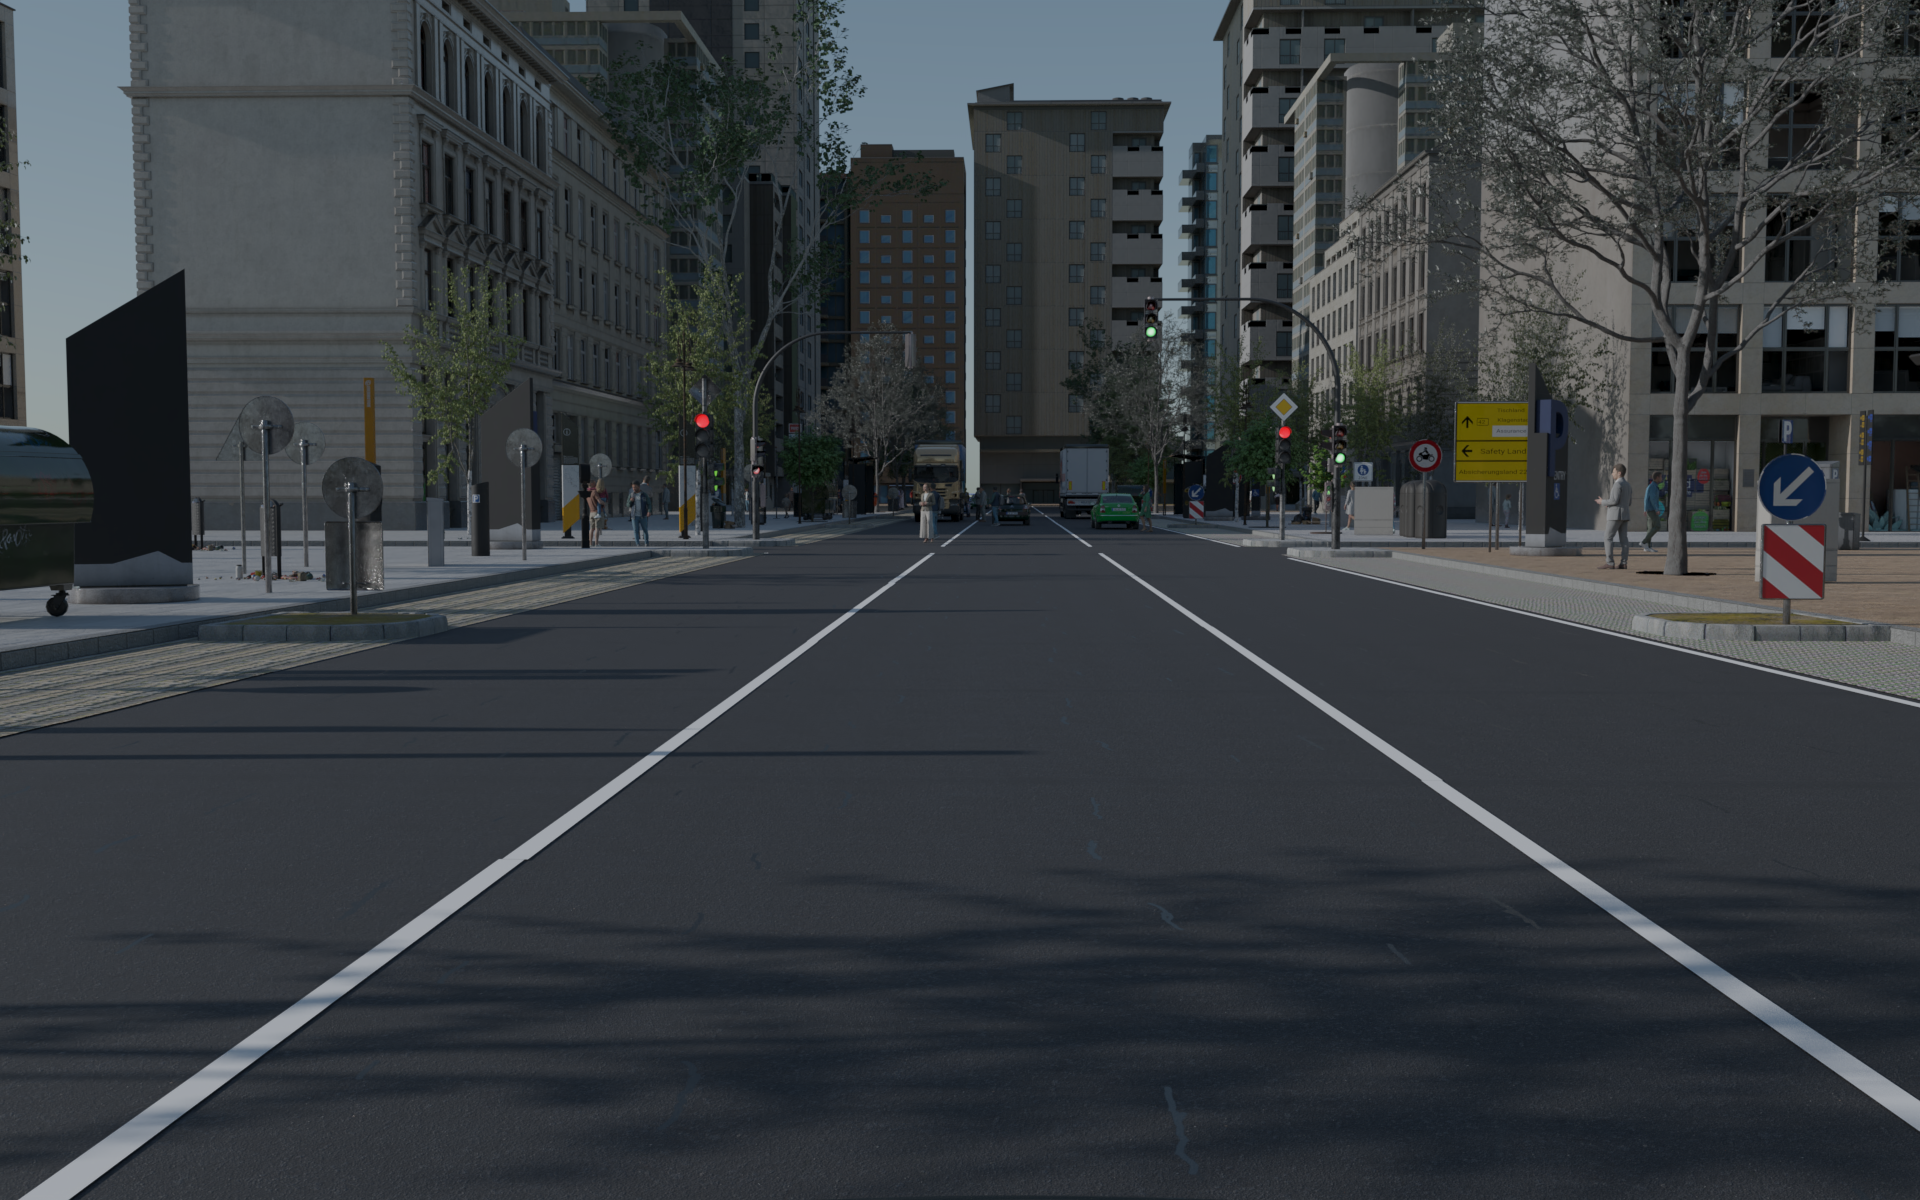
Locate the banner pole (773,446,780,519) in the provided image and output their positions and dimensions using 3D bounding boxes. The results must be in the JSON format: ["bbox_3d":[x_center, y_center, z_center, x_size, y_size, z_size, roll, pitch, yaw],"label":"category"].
[{"bbox_3d":[-9.516,-6.116,90.020,0.401,3.779,0.863,-1,4,-14],"label":"banner pole"}]

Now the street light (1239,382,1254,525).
[{"bbox_3d":[11.801,-6.041,71.560,0.468,5.910,1.993,0,4,2],"label":"street light"}]

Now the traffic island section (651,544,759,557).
[{"bbox_3d":[-5.993,-1.127,40.708,2.009,0.180,2.903,0,4,2],"label":"traffic island section"}]

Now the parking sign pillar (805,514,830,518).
[{"bbox_3d":[-7.621,-6.400,93.120,1.447,3.967,1.447,2,4,29],"label":"parking sign pillar"}]

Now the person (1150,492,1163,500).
[{"bbox_3d":[15.672,-8.032,138.045,1.217,1.739,0.721,-1,4,-10],"label":"person"}]

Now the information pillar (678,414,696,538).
[{"bbox_3d":[-7.969,-3.618,50.502,0.504,3.616,0.183,-1,4,-23],"label":"information pillar"}]

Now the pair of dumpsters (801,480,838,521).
[{"bbox_3d":[-7.045,-5.102,85.910,1.574,2.255,4.437,0,4,2],"label":"pair of dumpsters"}]

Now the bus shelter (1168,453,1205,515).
[{"bbox_3d":[13.437,-6.812,102.664,1.731,3.624,6.357,0,4,2],"label":"bus shelter"}]

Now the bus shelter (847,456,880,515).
[{"bbox_3d":[-6.185,-7.242,109.691,1.731,3.624,6.357,0,4,2],"label":"bus shelter"}]

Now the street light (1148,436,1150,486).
[{"bbox_3d":[13.371,-9.176,122.808,0.468,5.910,1.993,0,4,2],"label":"street light"}]

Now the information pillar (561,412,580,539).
[{"bbox_3d":[-11.204,-3.572,49.760,0.504,3.616,0.183,-2,4,-27],"label":"information pillar"}]

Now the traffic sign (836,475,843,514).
[{"bbox_3d":[-7.709,-6.673,109.113,0.884,2.594,0.081,0,4,5],"label":"traffic sign"}]

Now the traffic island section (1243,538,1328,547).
[{"bbox_3d":[8.990,-1.587,48.227,2.009,0.180,2.903,0,4,2],"label":"traffic island section"}]

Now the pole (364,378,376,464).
[{"bbox_3d":[-10.353,-2.238,30.439,0.158,3.312,0.155,0,3,0],"label":"pole"}]

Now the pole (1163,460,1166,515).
[{"bbox_3d":[12.246,-6.718,103.688,0.158,3.312,0.155,0,3,0],"label":"pole"}]

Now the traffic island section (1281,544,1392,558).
[{"bbox_3d":[8.741,-1.099,40.246,2.009,0.180,2.903,0,4,2],"label":"traffic island section"}]

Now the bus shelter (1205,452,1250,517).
[{"bbox_3d":[15.144,-6.494,97.453,1.731,3.624,6.357,0,4,2],"label":"bus shelter"}]

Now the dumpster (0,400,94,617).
[{"bbox_3d":[-9.868,-0.903,17.266,1.502,2.255,1.985,0,4,2],"label":"dumpster"}]

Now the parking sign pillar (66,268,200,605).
[{"bbox_3d":[-9.923,-1.971,20.704,1.447,3.967,1.447,-2,4,-24],"label":"parking sign pillar"}]

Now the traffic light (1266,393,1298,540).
[{"bbox_3d":[8.950,-3.620,48.114,0.839,4.253,0.868,0,4,2],"label":"traffic light"}]

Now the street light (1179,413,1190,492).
[{"bbox_3d":[12.595,-7.608,97.184,0.468,5.910,1.993,0,4,2],"label":"street light"}]

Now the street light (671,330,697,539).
[{"bbox_3d":[-7.760,-4.653,48.862,0.468,5.910,1.993,0,4,2],"label":"street light"}]

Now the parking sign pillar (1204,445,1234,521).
[{"bbox_3d":[12.499,-5.807,83.412,1.447,3.967,1.447,1,4,9],"label":"parking sign pillar"}]

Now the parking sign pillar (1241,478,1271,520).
[{"bbox_3d":[14.655,-5.944,85.650,1.447,3.967,1.447,1,4,12],"label":"parking sign pillar"}]

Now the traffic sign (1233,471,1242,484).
[{"bbox_3d":[14.814,-5.715,93.542,0.768,2.556,0.104,0,4,3],"label":"traffic sign"}]

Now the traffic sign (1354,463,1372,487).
[{"bbox_3d":[13.044,-3.302,56.117,0.606,2.300,0.079,0,4,6],"label":"traffic sign"}]

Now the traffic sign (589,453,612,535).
[{"bbox_3d":[-11.253,-3.305,54.150,0.768,2.556,0.104,1,4,10],"label":"traffic sign"}]

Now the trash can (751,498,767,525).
[{"bbox_3d":[-8.366,-3.695,72.063,0.748,1.137,0.748,0,3,0],"label":"trash can"}]

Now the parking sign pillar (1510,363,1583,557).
[{"bbox_3d":[12.254,-2.913,36.107,1.447,3.967,1.447,3,4,38],"label":"parking sign pillar"}]

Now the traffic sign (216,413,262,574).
[{"bbox_3d":[-11.498,-1.697,27.757,0.884,2.594,0.081,0,4,4],"label":"traffic sign"}]

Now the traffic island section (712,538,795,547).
[{"bbox_3d":[-5.744,-1.615,48.690,2.009,0.180,2.903,0,4,2],"label":"traffic island section"}]

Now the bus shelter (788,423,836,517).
[{"bbox_3d":[-8.550,-7.540,100.910,2.179,5.291,8.768,0,4,2],"label":"bus shelter"}]

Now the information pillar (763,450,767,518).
[{"bbox_3d":[-10.300,-6.116,91.358,0.183,3.616,0.504,0,4,-3],"label":"information pillar"}]

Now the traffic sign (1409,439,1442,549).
[{"bbox_3d":[10.806,-2.459,40.304,0.768,2.556,0.104,0,4,2],"label":"traffic sign"}]

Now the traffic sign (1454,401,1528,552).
[{"bbox_3d":[11.965,-2.695,37.929,2.265,3.308,0.079,0,4,5],"label":"traffic sign"}]

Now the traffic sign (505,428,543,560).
[{"bbox_3d":[-8.424,-2.038,33.424,0.768,2.556,0.104,1,4,11],"label":"traffic sign"}]

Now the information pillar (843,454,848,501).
[{"bbox_3d":[-6.625,-6.676,100.504,0.183,3.616,0.504,2,4,23],"label":"information pillar"}]

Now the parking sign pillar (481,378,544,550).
[{"bbox_3d":[-10.508,-3.182,40.495,1.447,3.967,1.447,1,4,15],"label":"parking sign pillar"}]

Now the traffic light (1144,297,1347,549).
[{"bbox_3d":[6.608,-3.999,40.057,4.771,5.953,1.251,0,4,2],"label":"traffic light"}]

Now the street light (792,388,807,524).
[{"bbox_3d":[-6.907,-6.220,74.484,0.468,5.910,1.993,0,4,2],"label":"street light"}]

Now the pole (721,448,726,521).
[{"bbox_3d":[-10.524,-5.088,77.033,0.158,3.312,0.155,0,3,0],"label":"pole"}]

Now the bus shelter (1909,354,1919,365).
[{"bbox_3d":[11.798,-1.419,17.126,2.014,3.302,5.546,0,4,2],"label":"bus shelter"}]

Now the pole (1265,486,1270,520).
[{"bbox_3d":[15.048,-5.553,84.635,0.158,3.312,0.155,0,3,0],"label":"pole"}]

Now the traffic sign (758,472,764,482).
[{"bbox_3d":[-10.103,-5.238,85.751,0.768,2.556,0.104,0,4,6],"label":"traffic sign"}]

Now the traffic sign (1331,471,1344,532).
[{"bbox_3d":[12.341,-3.498,57.292,0.768,2.556,0.104,1,4,8],"label":"traffic sign"}]

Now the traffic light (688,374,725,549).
[{"bbox_3d":[-5.953,-3.159,40.572,0.839,4.253,0.868,0,4,2],"label":"traffic light"}]

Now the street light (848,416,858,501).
[{"bbox_3d":[-6.186,-7.807,100.438,0.468,5.910,1.993,0,4,2],"label":"street light"}]

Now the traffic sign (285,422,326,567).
[{"bbox_3d":[-11.524,-1.856,30.456,0.768,2.556,0.104,0,4,7],"label":"traffic sign"}]

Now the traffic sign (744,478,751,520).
[{"bbox_3d":[-10.275,-5.166,84.567,0.768,2.556,0.104,1,4,11],"label":"traffic sign"}]

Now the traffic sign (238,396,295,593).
[{"bbox_3d":[-8.983,-1.366,22.434,0.768,2.556,0.104,0,4,8],"label":"traffic sign"}]

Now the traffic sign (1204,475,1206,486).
[{"bbox_3d":[13.333,-5.545,92.790,0.606,2.300,0.079,0,4,5],"label":"traffic sign"}]

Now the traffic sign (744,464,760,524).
[{"bbox_3d":[-8.803,-4.465,73.112,0.768,2.556,0.104,1,4,11],"label":"traffic sign"}]

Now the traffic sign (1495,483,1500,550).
[{"bbox_3d":[12.317,-2.419,39.652,0.768,2.556,0.104,1,4,12],"label":"traffic sign"}]

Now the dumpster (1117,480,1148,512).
[{"bbox_3d":[10.526,-6.158,105.631,1.985,2.255,1.502,0,4,2],"label":"dumpster"}]

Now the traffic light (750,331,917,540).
[{"bbox_3d":[-3.611,-4.517,48.524,4.771,5.953,1.251,0,4,2],"label":"traffic light"}]
